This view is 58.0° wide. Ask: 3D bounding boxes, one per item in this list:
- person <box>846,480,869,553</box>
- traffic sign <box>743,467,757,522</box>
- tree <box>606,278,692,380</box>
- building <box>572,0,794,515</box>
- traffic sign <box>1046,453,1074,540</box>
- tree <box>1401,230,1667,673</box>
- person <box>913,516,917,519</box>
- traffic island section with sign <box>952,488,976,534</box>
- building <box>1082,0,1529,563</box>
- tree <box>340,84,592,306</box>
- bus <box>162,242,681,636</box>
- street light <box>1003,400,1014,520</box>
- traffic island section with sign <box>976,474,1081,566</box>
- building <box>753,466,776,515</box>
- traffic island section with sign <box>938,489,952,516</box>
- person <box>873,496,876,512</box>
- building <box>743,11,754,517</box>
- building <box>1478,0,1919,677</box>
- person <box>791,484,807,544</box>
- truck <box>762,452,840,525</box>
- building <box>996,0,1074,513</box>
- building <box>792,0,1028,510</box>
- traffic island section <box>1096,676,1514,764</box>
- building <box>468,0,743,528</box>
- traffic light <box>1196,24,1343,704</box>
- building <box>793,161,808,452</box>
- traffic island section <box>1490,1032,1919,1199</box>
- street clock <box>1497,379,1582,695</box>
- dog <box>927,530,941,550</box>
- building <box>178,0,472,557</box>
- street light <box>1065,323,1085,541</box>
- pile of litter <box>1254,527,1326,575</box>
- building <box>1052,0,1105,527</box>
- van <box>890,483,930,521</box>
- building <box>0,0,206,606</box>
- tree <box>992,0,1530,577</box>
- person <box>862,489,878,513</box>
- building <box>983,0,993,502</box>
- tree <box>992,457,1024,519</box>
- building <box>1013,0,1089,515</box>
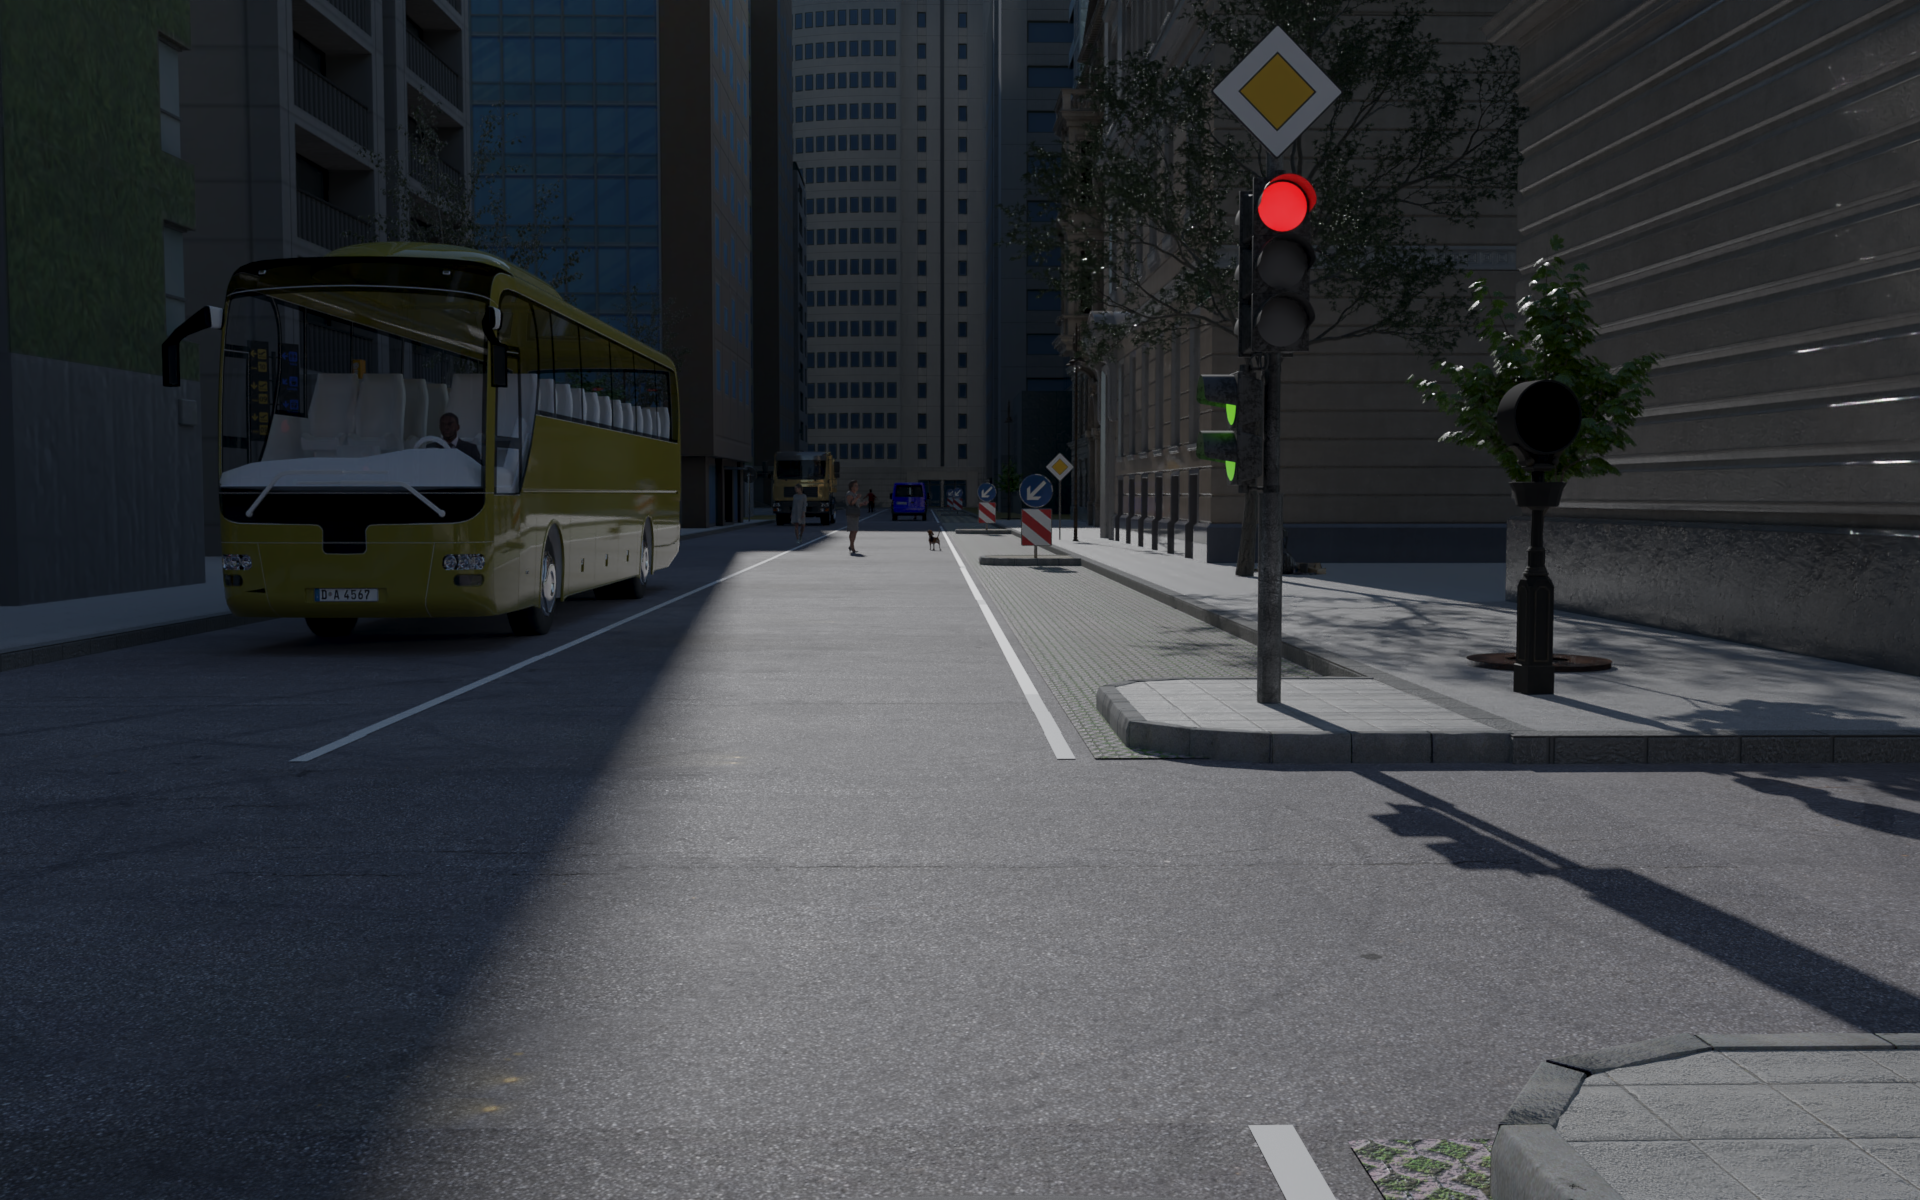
[{"bbox_3d":[-2.563,-2.057,42.495,0.532,1.782,0.716,1,4,16],"label":"person"},{"bbox_3d":[-9.850,-4.939,80.855,0.768,2.556,0.104,1,4,8],"label":"traffic sign"},{"bbox_3d":[-11.084,-6.628,58.733,4.360,8.622,3.978,0,3,0],"label":"tree"},{"bbox_3d":[-19.953,-29.341,129.835,14.600,45.320,14.200,0,4,-1],"label":"building"},{"bbox_3d":[2.790,-2.888,48.396,0.795,2.450,0.064,0,4,4],"label":"traffic sign"},{"bbox_3d":[4.400,-1.109,12.742,1.663,3.219,1.824,0,3,0],"label":"tree"},{"bbox_3d":[-2.632,-5.252,97.608,0.697,1.427,0.421,1,4,20],"label":"person"},{"bbox_3d":[0.830,-3.277,62.200,1.989,1.847,2.006,0,4,-1],"label":"traffic island section with sign"},{"bbox_3d":[10.579,-15.606,41.070,13.634,28.700,20.117,0,4,-1],"label":"building"},{"bbox_3d":[-9.166,-5.005,32.188,4.360,8.622,3.978,0,3,0],"label":"tree"},{"bbox_3d":[-5.451,-1.788,20.779,2.896,3.916,12.252,0,4,-1],"label":"bus"},{"bbox_3d":[2.395,-6.864,85.018,0.468,5.910,1.993,0,4,-1],"label":"street light"},{"bbox_3d":[1.393,-1.628,35.251,1.989,1.847,2.006,0,4,-1],"label":"traffic island section with sign"},{"bbox_3d":[-27.208,-25.618,110.743,32.217,40.220,23.993,0,4,-1],"label":"building"},{"bbox_3d":[-0.275,-6.391,113.119,1.989,1.847,2.006,0,4,-1],"label":"traffic island section with sign"},{"bbox_3d":[-7.089,-7.905,141.009,0.557,1.426,1.065,2,4,34],"label":"person"},{"bbox_3d":[-18.803,-19.602,92.201,14.160,30.474,14.107,0,4,-1],"label":"building"},{"bbox_3d":[15.890,-11.415,15.521,19.941,23.489,11.050,0,4,-1],"label":"building"},{"bbox_3d":[-4.674,-2.501,50.134,0.466,1.731,0.760,-1,4,-10],"label":"person"},{"bbox_3d":[-7.232,-5.213,81.162,3.469,3.379,9.791,0,4,-2],"label":"truck"},{"bbox_3d":[12.974,-36.050,131.412,21.231,58.520,28.212,0,4,-1],"label":"building"},{"bbox_3d":[-7.950,-38.991,179.501,28.212,58.520,21.231,0,4,-1],"label":"building"},{"bbox_3d":[1.922,0.711,10.658,2.009,0.180,2.903,0,4,-1],"label":"traffic island section"},{"bbox_3d":[-16.160,-25.667,69.768,14.600,45.320,14.200,0,4,-1],"label":"building"},{"bbox_3d":[1.882,-1.322,10.543,0.839,4.253,0.868,0,4,-1],"label":"traffic light"},{"bbox_3d":[-20.654,-23.316,152.914,14.107,30.474,14.160,0,4,-1],"label":"building"},{"bbox_3d":[2.093,1.199,2.675,2.009,0.180,2.903,0,4,-1],"label":"traffic island section"},{"bbox_3d":[3.695,-0.399,11.096,0.471,2.002,0.358,-1,4,-10],"label":"street clock"},{"bbox_3d":[-0.669,-1.526,44.242,0.540,0.507,0.406,2,4,26],"label":"dog"},{"bbox_3d":[-21.952,-37.018,43.491,20.563,71.187,20.611,0,4,-1],"label":"building"},{"bbox_3d":[3.144,-4.535,46.930,0.468,5.910,1.993,0,4,-1],"label":"street light"},{"bbox_3d":[5.326,-0.871,28.203,1.176,0.858,1.719,0,4,-2],"label":"pile of litter"},{"bbox_3d":[11.010,-15.260,68.578,14.460,24.649,34.723,0,4,-1],"label":"building"},{"bbox_3d":[-2.735,-5.481,93.994,2.240,2.365,5.245,0,4,-1],"label":"van"},{"bbox_3d":[-17.736,-20.374,16.708,14.154,41.232,14.086,0,4,-1],"label":"building"},{"bbox_3d":[4.564,-5.626,26.402,8.767,10.594,7.601,-2,4,-23],"label":"tree"},{"bbox_3d":[-6.831,-7.554,131.950,1.348,1.831,0.705,-2,4,-28],"label":"person"},{"bbox_3d":[9.448,-30.782,153.398,14.600,45.320,14.200,0,4,-1],"label":"building"},{"bbox_3d":[2.445,-5.739,88.431,1.663,3.219,1.824,0,3,0],"label":"tree"},{"bbox_3d":[15.107,-48.208,100.865,22.319,86.520,31.000,0,4,-1],"label":"building"}]
